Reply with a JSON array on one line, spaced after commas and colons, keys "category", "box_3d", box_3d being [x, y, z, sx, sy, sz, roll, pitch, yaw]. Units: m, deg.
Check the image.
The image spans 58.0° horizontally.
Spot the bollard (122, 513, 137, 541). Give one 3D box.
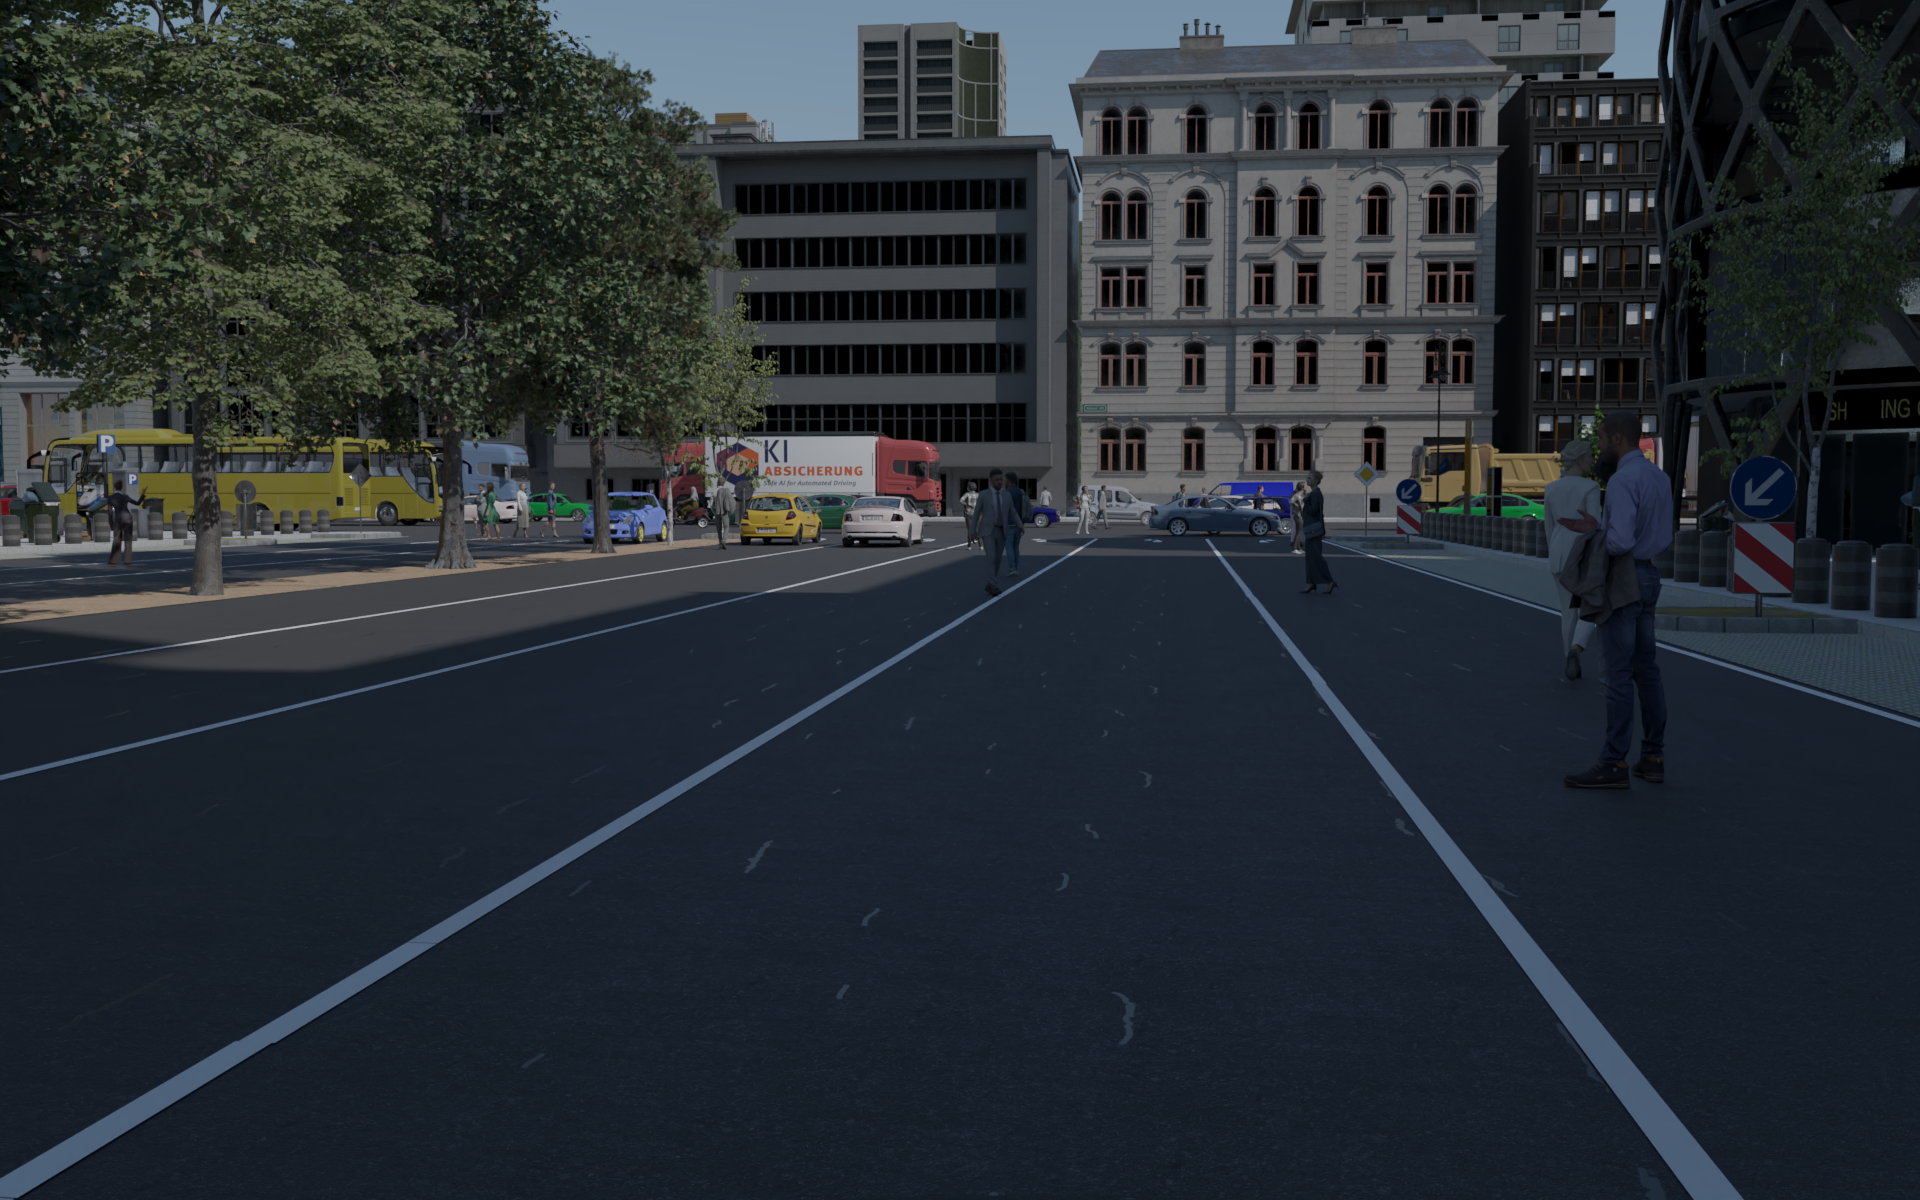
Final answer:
[{"category": "bollard", "box_3d": [-22.580, -1.978, 47.055, 0.404, 0.777, 0.398, 0, 3, 0]}]

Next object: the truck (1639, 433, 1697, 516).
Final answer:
[{"category": "truck", "box_3d": [34.233, -5.577, 80.097, 11.283, 4.237, 2.839, 0, 4, 6]}]

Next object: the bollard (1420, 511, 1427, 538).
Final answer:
[{"category": "bollard", "box_3d": [13.695, -2.181, 50.375, 0.404, 0.777, 0.398, 0, 3, 0]}]

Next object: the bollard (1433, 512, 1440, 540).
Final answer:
[{"category": "bollard", "box_3d": [13.401, -2.033, 47.954, 0.404, 0.777, 0.398, 0, 3, 0]}]

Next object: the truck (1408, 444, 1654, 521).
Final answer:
[{"category": "truck", "box_3d": [21.723, -4.392, 67.732, 9.791, 3.379, 3.469, 0, 4, 6]}]

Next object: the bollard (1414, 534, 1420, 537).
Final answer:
[{"category": "bollard", "box_3d": [13.843, -2.254, 51.570, 0.404, 0.777, 0.398, 0, 3, 0]}]

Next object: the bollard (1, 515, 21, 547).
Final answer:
[{"category": "bollard", "box_3d": [-23.164, -1.686, 42.280, 0.404, 0.777, 0.398, 0, 3, 0]}]

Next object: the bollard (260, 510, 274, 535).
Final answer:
[{"category": "bollard", "box_3d": [-21.702, -2.418, 54.246, 0.404, 0.777, 0.398, 0, 3, 0]}]

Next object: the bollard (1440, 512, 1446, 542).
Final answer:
[{"category": "bollard", "box_3d": [13.256, -1.960, 46.761, 0.404, 0.777, 0.398, 0, 3, 0]}]

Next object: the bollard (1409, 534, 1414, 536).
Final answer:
[{"category": "bollard", "box_3d": [13.987, -2.328, 52.776, 0.404, 0.777, 0.398, 0, 3, 0]}]

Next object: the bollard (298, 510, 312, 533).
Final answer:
[{"category": "bollard", "box_3d": [-21.410, -2.564, 56.632, 0.404, 0.777, 0.398, 0, 3, 0]}]

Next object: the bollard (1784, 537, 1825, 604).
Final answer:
[{"category": "bollard", "box_3d": [10.034, -0.349, 20.417, 0.404, 0.777, 0.398, 0, 3, 0]}]

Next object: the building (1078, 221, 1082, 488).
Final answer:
[{"category": "building", "box_3d": [12.735, -35.346, 261.500, 14.086, 41.232, 14.154, 0, 4, 7]}]

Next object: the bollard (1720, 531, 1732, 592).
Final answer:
[{"category": "bollard", "box_3d": [10.330, -0.496, 22.830, 0.404, 0.777, 0.398, 0, 3, 0]}]

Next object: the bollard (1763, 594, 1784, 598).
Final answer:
[{"category": "bollard", "box_3d": [10.183, -0.422, 21.625, 0.404, 0.777, 0.398, 0, 3, 0]}]

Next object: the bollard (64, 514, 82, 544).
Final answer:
[{"category": "bollard", "box_3d": [-22.872, -1.832, 44.665, 0.404, 0.777, 0.398, 0, 3, 0]}]

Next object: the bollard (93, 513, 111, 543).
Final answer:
[{"category": "bollard", "box_3d": [-22.725, -1.905, 45.862, 0.404, 0.777, 0.398, 0, 3, 0]}]

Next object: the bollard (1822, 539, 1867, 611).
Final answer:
[{"category": "bollard", "box_3d": [9.895, -0.276, 19.224, 0.404, 0.777, 0.398, 0, 3, 0]}]

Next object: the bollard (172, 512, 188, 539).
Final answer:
[{"category": "bollard", "box_3d": [-22.287, -2.125, 49.456, 0.404, 0.777, 0.398, 0, 3, 0]}]

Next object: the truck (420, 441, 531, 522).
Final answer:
[{"category": "truck", "box_3d": [-30.654, -6.029, 88.333, 18.799, 4.110, 2.967, 0, 4, 6]}]

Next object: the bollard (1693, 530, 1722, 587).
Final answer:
[{"category": "bollard", "box_3d": [10.479, -0.570, 24.034, 0.404, 0.777, 0.398, 0, 3, 0]}]

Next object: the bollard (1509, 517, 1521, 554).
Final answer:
[{"category": "bollard", "box_3d": [12.086, -1.375, 37.194, 0.404, 0.777, 0.398, 0, 3, 0]}]

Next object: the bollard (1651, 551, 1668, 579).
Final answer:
[{"category": "bollard", "box_3d": [10.768, -0.716, 26.429, 0.404, 0.777, 0.398, 0, 3, 0]}]

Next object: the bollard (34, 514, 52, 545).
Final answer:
[{"category": "bollard", "box_3d": [-23.018, -1.759, 43.473, 0.404, 0.777, 0.398, 0, 3, 0]}]

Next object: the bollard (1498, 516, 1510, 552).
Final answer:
[{"category": "bollard", "box_3d": [12.236, -1.448, 38.386, 0.404, 0.777, 0.398, 0, 3, 0]}]

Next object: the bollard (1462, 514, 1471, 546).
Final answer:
[{"category": "bollard", "box_3d": [12.818, -1.740, 43.172, 0.404, 0.777, 0.398, 0, 3, 0]}]

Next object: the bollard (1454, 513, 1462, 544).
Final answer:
[{"category": "bollard", "box_3d": [12.961, -1.813, 44.365, 0.404, 0.777, 0.398, 0, 3, 0]}]

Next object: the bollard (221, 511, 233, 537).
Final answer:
[{"category": "bollard", "box_3d": [-21.995, -2.271, 51.849, 0.404, 0.777, 0.398, 0, 3, 0]}]

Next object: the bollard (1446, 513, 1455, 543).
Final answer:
[{"category": "bollard", "box_3d": [13.106, -1.887, 45.569, 0.404, 0.777, 0.398, 0, 3, 0]}]

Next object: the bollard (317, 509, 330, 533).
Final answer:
[{"category": "bollard", "box_3d": [-21.260, -2.638, 57.841, 0.404, 0.777, 0.398, 0, 3, 0]}]

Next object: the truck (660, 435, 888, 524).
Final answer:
[{"category": "truck", "box_3d": [-9.149, -5.702, 82.149, 11.283, 4.237, 2.839, 0, 4, 7]}]

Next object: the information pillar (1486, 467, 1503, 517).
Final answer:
[{"category": "information pillar", "box_3d": [14.310, -2.564, 46.413, 0.304, 2.012, 0.304, -1, 4, -18]}]

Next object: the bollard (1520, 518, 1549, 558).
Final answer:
[{"category": "bollard", "box_3d": [11.941, -1.301, 35.992, 0.404, 0.777, 0.398, 0, 3, 0]}]

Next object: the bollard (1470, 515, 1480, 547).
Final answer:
[{"category": "bollard", "box_3d": [12.671, -1.667, 41.977, 0.404, 0.777, 0.398, 0, 3, 0]}]

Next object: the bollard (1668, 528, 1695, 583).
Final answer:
[{"category": "bollard", "box_3d": [10.627, -0.643, 25.236, 0.404, 0.777, 0.398, 0, 3, 0]}]

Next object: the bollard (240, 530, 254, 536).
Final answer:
[{"category": "bollard", "box_3d": [-21.847, -2.345, 53.053, 0.404, 0.777, 0.398, 0, 3, 0]}]

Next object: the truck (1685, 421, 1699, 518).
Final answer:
[{"category": "truck", "box_3d": [33.839, -4.719, 66.067, 11.283, 4.237, 2.839, 0, 4, 5]}]

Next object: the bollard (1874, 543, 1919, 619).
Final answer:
[{"category": "bollard", "box_3d": [9.745, -0.202, 18.021, 0.404, 0.777, 0.398, 0, 3, 0]}]

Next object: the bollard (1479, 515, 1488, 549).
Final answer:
[{"category": "bollard", "box_3d": [12.525, -1.594, 40.784, 0.404, 0.777, 0.398, 0, 3, 0]}]

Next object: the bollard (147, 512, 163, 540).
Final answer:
[{"category": "bollard", "box_3d": [-22.429, -2.052, 48.263, 0.404, 0.777, 0.398, 0, 3, 0]}]

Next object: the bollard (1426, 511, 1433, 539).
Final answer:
[{"category": "bollard", "box_3d": [13.545, -2.107, 49.161, 0.404, 0.777, 0.398, 0, 3, 0]}]

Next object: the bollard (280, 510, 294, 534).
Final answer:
[{"category": "bollard", "box_3d": [-21.558, -2.491, 55.440, 0.404, 0.777, 0.398, 0, 3, 0]}]

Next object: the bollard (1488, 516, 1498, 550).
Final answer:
[{"category": "bollard", "box_3d": [12.373, -1.521, 39.589, 0.404, 0.777, 0.398, 0, 3, 0]}]

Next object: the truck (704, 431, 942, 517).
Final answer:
[{"category": "truck", "box_3d": [-5.866, -5.499, 78.824, 11.283, 4.237, 2.839, 1, 4, 8]}]
